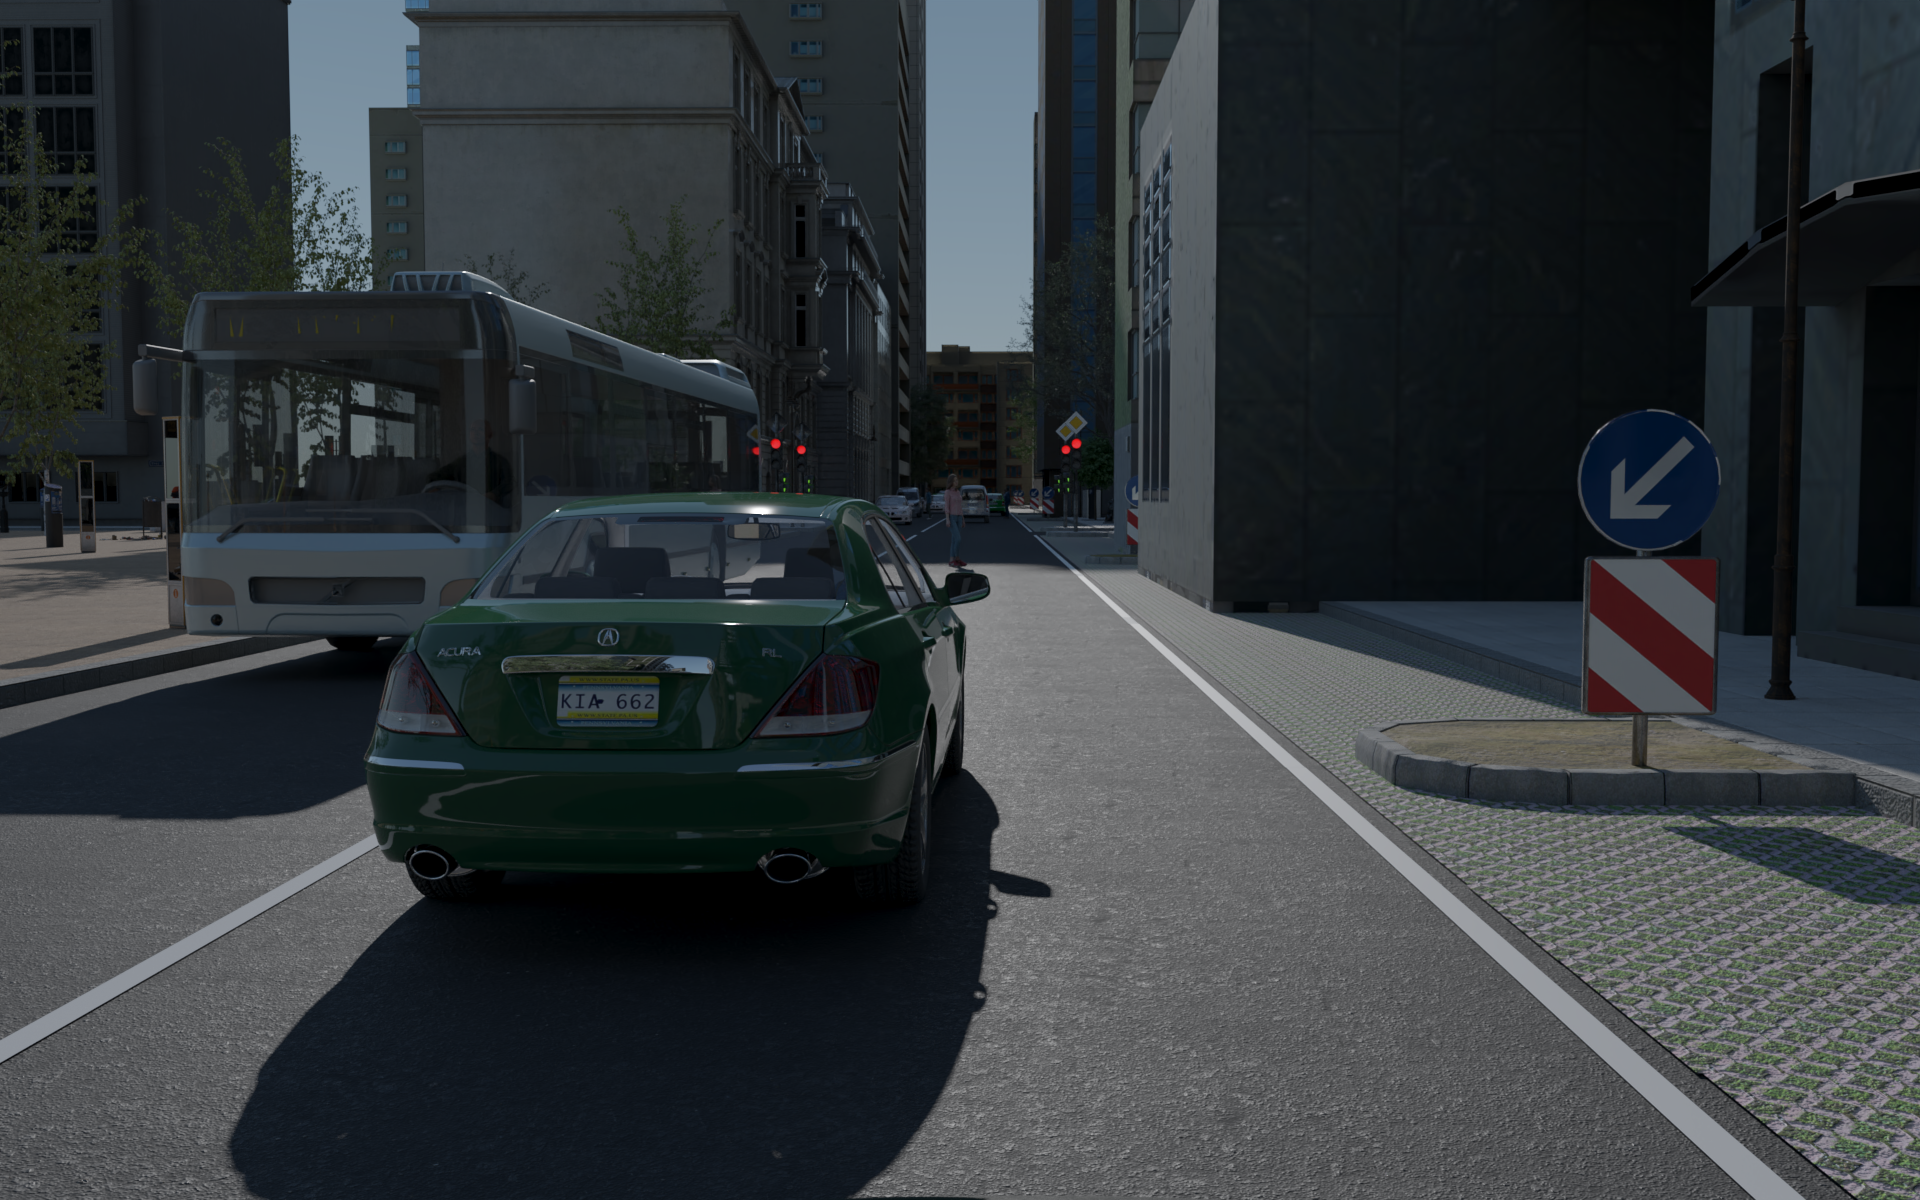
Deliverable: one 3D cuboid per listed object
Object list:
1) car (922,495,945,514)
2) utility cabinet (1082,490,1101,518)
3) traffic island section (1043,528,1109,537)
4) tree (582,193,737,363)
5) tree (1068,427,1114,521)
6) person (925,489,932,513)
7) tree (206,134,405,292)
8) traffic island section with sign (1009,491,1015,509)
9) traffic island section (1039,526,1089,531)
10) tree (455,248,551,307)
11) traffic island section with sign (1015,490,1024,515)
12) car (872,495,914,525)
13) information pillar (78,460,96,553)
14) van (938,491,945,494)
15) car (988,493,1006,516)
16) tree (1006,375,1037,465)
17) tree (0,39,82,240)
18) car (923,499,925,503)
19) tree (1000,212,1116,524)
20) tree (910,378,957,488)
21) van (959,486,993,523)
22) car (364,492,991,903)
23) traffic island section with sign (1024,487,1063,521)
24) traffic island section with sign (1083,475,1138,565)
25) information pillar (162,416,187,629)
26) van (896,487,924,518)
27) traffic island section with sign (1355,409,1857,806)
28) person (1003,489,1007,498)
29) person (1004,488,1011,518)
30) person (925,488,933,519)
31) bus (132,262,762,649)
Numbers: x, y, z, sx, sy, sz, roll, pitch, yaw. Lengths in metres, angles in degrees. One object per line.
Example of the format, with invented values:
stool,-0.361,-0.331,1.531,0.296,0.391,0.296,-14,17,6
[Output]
car,-1.786,-7.066,127.888,2.083,1.381,4.827,0,4,0
utility cabinet,7.033,-5.140,92.722,0.318,1.500,1.173,3,5,43
traffic island section,3.950,-2.234,58.812,2.009,0.180,2.903,0,4,1
tree,-7.552,-5.671,43.080,4.737,8.622,4.395,0,3,0
tree,6.711,-6.165,84.515,4.285,4.588,4.351,0,3,0
person,-2.374,-7.578,132.499,0.679,1.850,0.850,1,4,23
tree,-14.032,-5.162,34.763,4.737,8.622,4.395,0,3,0
traffic island section with sign,5.796,-9.795,168.769,1.989,1.847,2.006,0,4,1
traffic island section,4.084,-2.723,66.796,2.009,0.180,2.903,0,4,1
tree,-14.117,-6.180,51.410,4.360,8.622,3.978,0,3,0
traffic island section with sign,4.948,-6.710,118.343,1.989,1.847,2.006,0,4,1
car,-3.204,-4.225,81.443,2.083,1.381,4.827,0,4,0
information pillar,-19.065,-2.038,37.819,0.304,2.012,0.304,-2,4,-29
van,-1.922,-12.383,209.467,2.013,2.044,4.112,0,4,-1
car,2.100,-6.374,113.007,1.959,1.807,4.718,0,4,-1
tree,7.775,-13.602,148.153,9.928,11.665,9.643,0,3,0
tree,-15.453,-4.715,27.455,4.737,8.622,4.395,0,3,0
car,-2.530,-9.094,161.269,1.945,1.354,3.894,0,4,2
tree,6.792,-10.078,75.152,12.009,13.543,11.850,0,3,0
tree,-4.916,-17.460,192.131,9.857,13.997,8.962,0,3,0
van,0.648,-4.890,86.965,2.013,2.044,4.112,0,4,0
car,-0.950,0.261,7.527,2.131,1.459,4.920,0,4,3
traffic island section with sign,4.513,-5.062,91.391,1.989,1.847,2.006,0,4,1
traffic island section with sign,3.572,-1.662,35.808,1.989,1.847,2.006,0,4,1
information pillar,-7.371,-0.737,16.546,0.304,2.012,0.304,3,4,37
van,-3.209,-6.098,106.721,2.013,2.044,4.112,0,4,1
traffic island section with sign,3.120,-0.014,8.857,1.989,1.847,2.006,0,4,1
person,3.568,-7.650,133.839,0.793,1.790,0.793,3,4,38
person,2.792,-5.723,102.254,0.419,1.800,0.721,0,4,-6
person,-1.741,-5.452,97.978,0.444,1.785,0.601,0,4,-1
bus,-4.460,-1.461,18.748,2.948,3.499,13.247,0,4,2
